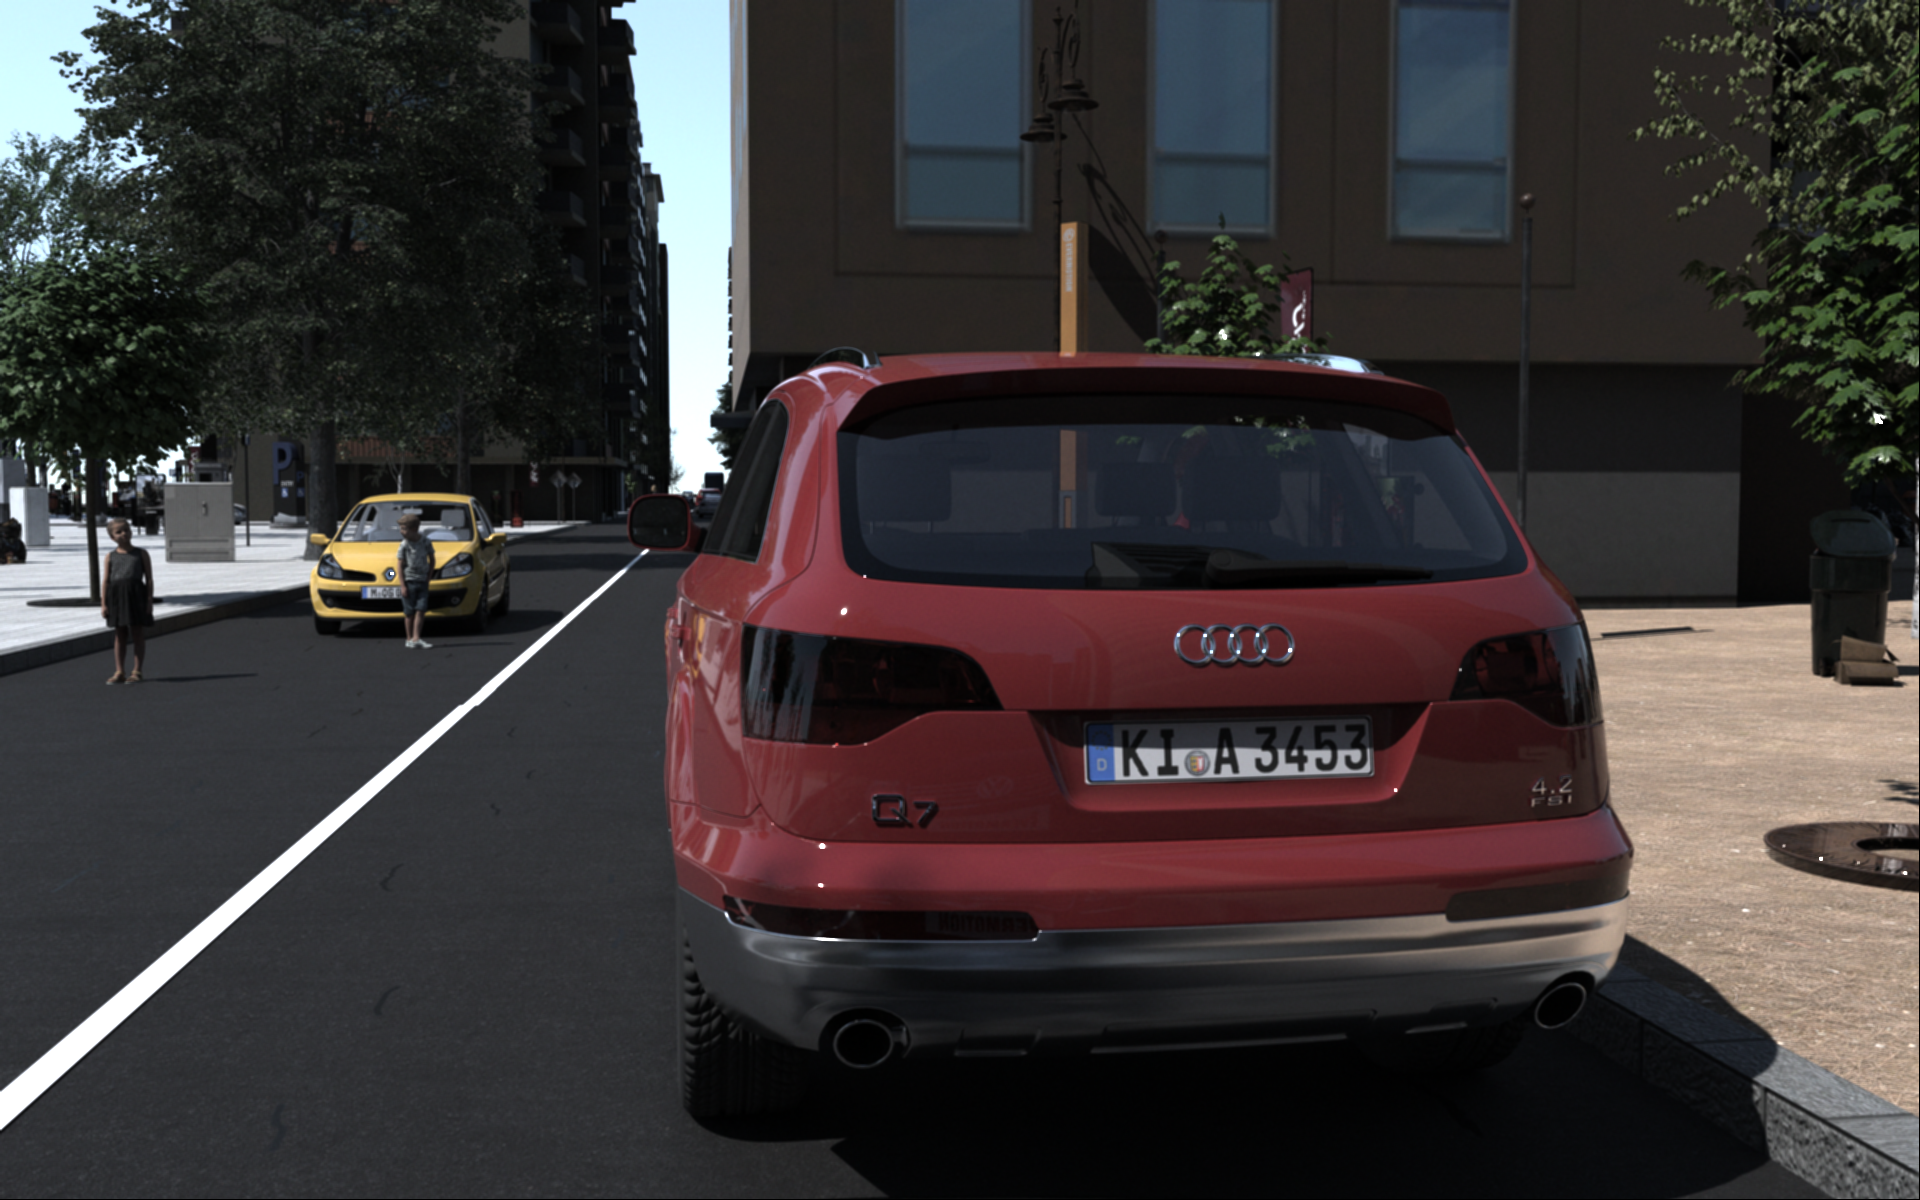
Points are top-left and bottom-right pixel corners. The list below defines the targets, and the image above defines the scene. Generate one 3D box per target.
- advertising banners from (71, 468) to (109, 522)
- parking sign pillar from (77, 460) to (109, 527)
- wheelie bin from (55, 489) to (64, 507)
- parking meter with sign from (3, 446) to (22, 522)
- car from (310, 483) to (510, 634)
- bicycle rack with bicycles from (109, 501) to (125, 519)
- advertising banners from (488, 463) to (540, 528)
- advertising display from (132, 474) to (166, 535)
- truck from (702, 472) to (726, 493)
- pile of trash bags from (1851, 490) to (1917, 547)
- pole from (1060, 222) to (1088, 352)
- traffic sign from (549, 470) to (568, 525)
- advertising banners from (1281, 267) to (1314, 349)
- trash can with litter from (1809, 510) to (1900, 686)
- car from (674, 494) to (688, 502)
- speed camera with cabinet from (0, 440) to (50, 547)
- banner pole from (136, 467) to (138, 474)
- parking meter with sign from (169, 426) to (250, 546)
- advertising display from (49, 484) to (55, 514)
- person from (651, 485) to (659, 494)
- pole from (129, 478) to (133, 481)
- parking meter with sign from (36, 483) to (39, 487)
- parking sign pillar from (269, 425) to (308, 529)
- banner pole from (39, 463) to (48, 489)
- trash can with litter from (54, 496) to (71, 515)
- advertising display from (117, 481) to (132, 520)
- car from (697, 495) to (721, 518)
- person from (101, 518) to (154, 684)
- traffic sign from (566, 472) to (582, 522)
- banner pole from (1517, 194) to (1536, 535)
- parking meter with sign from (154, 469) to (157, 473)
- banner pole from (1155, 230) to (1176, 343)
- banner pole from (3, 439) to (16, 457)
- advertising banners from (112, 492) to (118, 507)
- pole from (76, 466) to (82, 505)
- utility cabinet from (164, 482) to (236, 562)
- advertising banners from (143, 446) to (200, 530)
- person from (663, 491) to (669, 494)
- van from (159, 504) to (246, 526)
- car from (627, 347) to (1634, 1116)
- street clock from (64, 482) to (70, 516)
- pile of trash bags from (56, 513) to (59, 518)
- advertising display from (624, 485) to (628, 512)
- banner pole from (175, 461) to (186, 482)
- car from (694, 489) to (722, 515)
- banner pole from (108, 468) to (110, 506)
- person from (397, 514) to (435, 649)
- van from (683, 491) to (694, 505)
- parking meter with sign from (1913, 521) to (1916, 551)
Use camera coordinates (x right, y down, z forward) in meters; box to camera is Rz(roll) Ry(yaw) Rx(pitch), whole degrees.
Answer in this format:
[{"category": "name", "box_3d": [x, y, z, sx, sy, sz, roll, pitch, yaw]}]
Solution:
[{"category": "advertising banners", "box_3d": [-40.279, -5.135, 80.145, 2.074, 3.025, 0.090, 1, 4, 16]}, {"category": "parking sign pillar", "box_3d": [-33.502, -4.815, 67.197, 1.447, 3.967, 1.447, -1, 4, -15]}, {"category": "wheelie bin", "box_3d": [-60.436, -6.596, 115.760, 0.980, 1.594, 0.693, -2, 4, -31]}, {"category": "parking meter with sign", "box_3d": [-35.056, -4.075, 62.895, 0.543, 3.016, 1.738, 3, 5, 39]}, {"category": "car", "box_3d": [-5.963, -0.539, 19.033, 2.015, 1.641, 3.980, -1, 4, -9]}, {"category": "bicycle rack with bicycles", "box_3d": [-43.839, -4.784, 91.597, 2.852, 0.926, 2.925, -1, 4, -10]}, {"category": "advertising banners", "box_3d": [-17.022, -4.290, 66.336, 2.074, 3.025, 0.090, -2, 4, -27]}, {"category": "advertising display", "box_3d": [-25.564, -3.029, 54.741, 0.974, 1.923, 0.123, 0, 4, 4]}, {"category": "truck", "box_3d": [-29.464, -13.386, 208.614, 2.967, 4.110, 18.799, -1, 4, -9]}, {"category": "pile of trash bags", "box_3d": [22.396, -1.987, 42.234, 3.447, 1.369, 1.912, -2, 4, -31]}, {"category": "pole", "box_3d": [0.865, -1.181, 13.157, 0.158, 3.312, 0.155, 0, 3, 0]}, {"category": "traffic sign", "box_3d": [-16.489, -4.129, 71.158, 0.795, 2.450, 0.064, -1, 4, -8]}, {"category": "advertising banners", "box_3d": [2.864, -1.023, 12.913, 0.090, 3.025, 2.074, -1, 4, -17]}, {"category": "trash can with litter", "box_3d": [6.261, -0.035, 11.968, 0.624, 1.170, 1.055, 1, 4, 13]}, {"category": "car", "box_3d": [-29.023, -10.190, 178.399, 2.131, 1.459, 4.920, 0, 4, -7]}, {"category": "speed camera with cabinet", "box_3d": [-23.115, -2.952, 42.601, 2.038, 3.252, 0.660, 3, 5, 41]}, {"category": "banner pole", "box_3d": [-64.747, -8.959, 136.495, 0.401, 3.779, 0.863, 0, 4, -7]}, {"category": "parking meter with sign", "box_3d": [-18.297, -2.816, 42.304, 1.738, 3.016, 0.543, -1, 4, -10]}, {"category": "advertising display", "box_3d": [-57.950, -6.444, 110.574, 0.123, 1.923, 0.974, -1, 4, -16]}, {"category": "person", "box_3d": [-11.868, -3.705, 69.298, 1.509, 1.804, 0.699, -3, 5, -43]}, {"category": "pole", "box_3d": [-51.627, -6.975, 107.892, 0.158, 3.312, 0.155, 0, 3, 0]}, {"category": "parking meter with sign", "box_3d": [-62.440, -7.386, 117.025, 0.543, 3.016, 1.738, 1, 4, 15]}, {"category": "parking sign pillar", "box_3d": [-25.018, -4.654, 64.559, 1.447, 3.967, 1.447, 2, 4, 31]}, {"category": "banner pole", "box_3d": [-53.226, -6.757, 100.490, 0.401, 3.779, 0.863, 1, 4, 11]}, {"category": "trash can with litter", "box_3d": [-55.056, -5.800, 106.216, 1.055, 1.170, 0.624, 0, 4, 5]}, {"category": "advertising display", "box_3d": [-41.575, -4.977, 86.581, 0.974, 1.923, 0.123, -2, 4, -27]}, {"category": "car", "box_3d": [-14.907, -5.662, 104.928, 2.083, 1.381, 4.827, -1, 4, -9]}, {"category": "person", "box_3d": [-6.316, 0.002, 13.145, 0.362, 1.253, 0.373, 0, 4, -7]}, {"category": "traffic sign", "box_3d": [-17.626, -4.613, 79.062, 0.795, 2.450, 0.064, -1, 4, -8]}, {"category": "banner pole", "box_3d": [4.803, -1.514, 14.766, 0.401, 3.779, 0.863, 1, 4, 18]}, {"category": "parking meter with sign", "box_3d": [-55.948, -7.679, 121.816, 1.738, 3.016, 0.543, 1, 4, 11]}, {"category": "banner pole", "box_3d": [1.985, -1.634, 16.739, 0.401, 3.779, 0.863, 1, 4, 19]}, {"category": "banner pole", "box_3d": [-30.170, -3.957, 54.707, 0.401, 3.779, 0.863, 2, 4, 32]}, {"category": "advertising banners", "box_3d": [-63.782, -8.235, 130.836, 2.074, 3.025, 0.090, 0, 4, -7]}, {"category": "pole", "box_3d": [-65.166, -8.199, 127.896, 0.158, 3.312, 0.155, 0, 3, 0]}, {"category": "utility cabinet", "box_3d": [-14.267, -1.457, 32.509, 1.173, 1.500, 0.318, -1, 4, -16]}, {"category": "advertising banners", "box_3d": [-28.483, -4.068, 62.697, 2.074, 3.025, 0.090, -1, 4, -15]}, {"category": "person", "box_3d": [-31.659, -10.830, 186.367, 0.742, 1.727, 0.445, -1, 4, -9]}, {"category": "van", "box_3d": [-32.369, -4.062, 73.427, 4.112, 2.044, 2.013, -1, 4, -9]}, {"category": "car", "box_3d": [0.066, 0.184, 5.664, 2.281, 1.827, 5.304, -1, 4, -10]}, {"category": "street clock", "box_3d": [-52.670, -5.971, 102.203, 0.358, 2.002, 0.471, 0, 4, -7]}, {"category": "pile of trash bags", "box_3d": [-50.543, -5.188, 94.582, 3.447, 1.369, 1.912, 1, 4, 23]}, {"category": "advertising display", "box_3d": [-24.042, -7.307, 124.687, 0.123, 1.923, 0.974, 0, 4, -4]}, {"category": "banner pole", "box_3d": [-51.284, -7.592, 114.151, 0.863, 3.779, 0.401, -3, 5, -44]}, {"category": "car", "box_3d": [-17.757, -6.992, 122.993, 2.281, 1.827, 5.304, -1, 4, -8]}, {"category": "banner pole", "box_3d": [-65.317, -8.725, 132.672, 0.863, 3.779, 0.401, 2, 4, 29]}, {"category": "person", "box_3d": [-5.053, -0.179, 16.113, 0.332, 1.250, 0.352, 0, 4, 7]}, {"category": "van", "box_3d": [-35.754, -13.488, 227.542, 2.013, 2.044, 4.112, -1, 4, -8]}, {"category": "parking meter with sign", "box_3d": [22.239, -2.590, 38.608, 1.738, 3.016, 0.543, 0, 4, -2]}]
